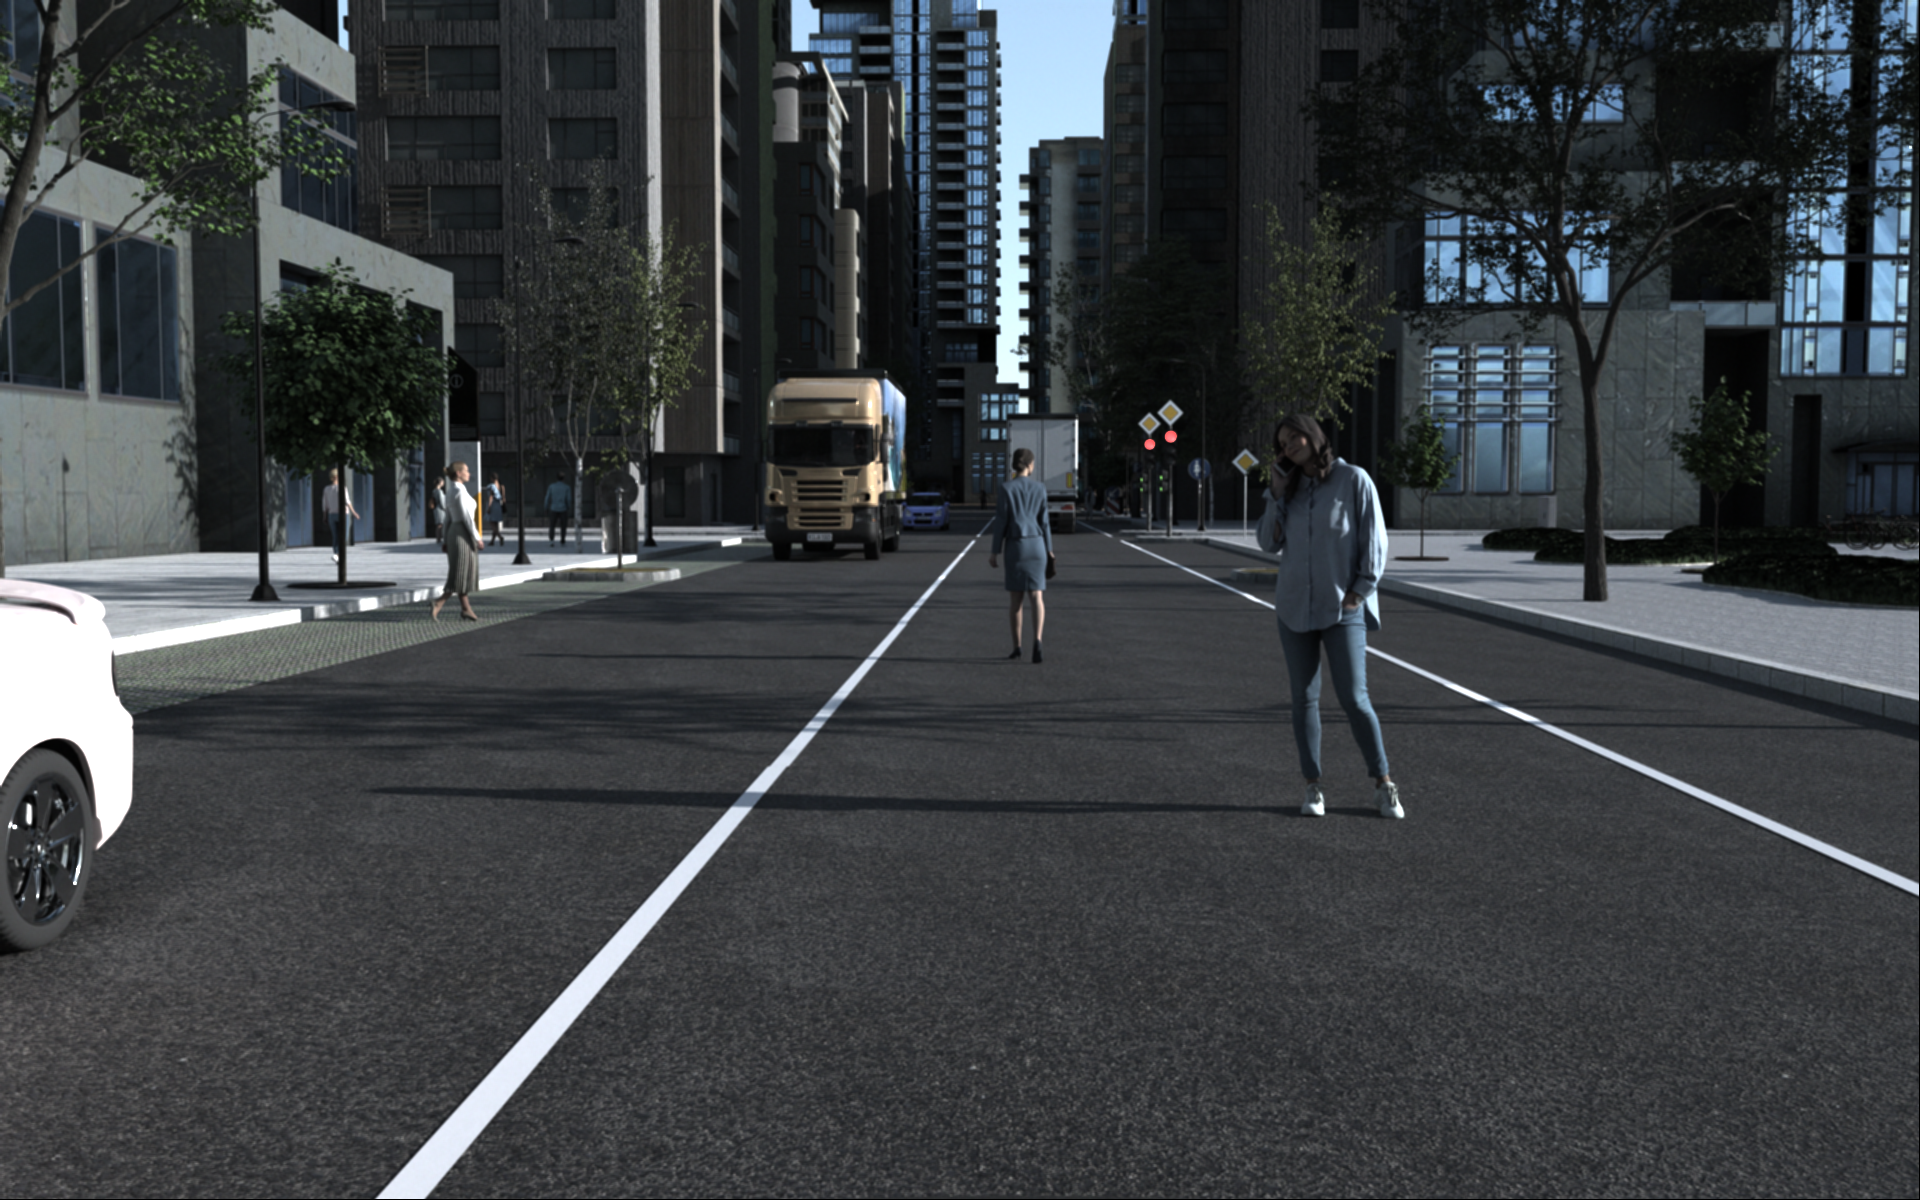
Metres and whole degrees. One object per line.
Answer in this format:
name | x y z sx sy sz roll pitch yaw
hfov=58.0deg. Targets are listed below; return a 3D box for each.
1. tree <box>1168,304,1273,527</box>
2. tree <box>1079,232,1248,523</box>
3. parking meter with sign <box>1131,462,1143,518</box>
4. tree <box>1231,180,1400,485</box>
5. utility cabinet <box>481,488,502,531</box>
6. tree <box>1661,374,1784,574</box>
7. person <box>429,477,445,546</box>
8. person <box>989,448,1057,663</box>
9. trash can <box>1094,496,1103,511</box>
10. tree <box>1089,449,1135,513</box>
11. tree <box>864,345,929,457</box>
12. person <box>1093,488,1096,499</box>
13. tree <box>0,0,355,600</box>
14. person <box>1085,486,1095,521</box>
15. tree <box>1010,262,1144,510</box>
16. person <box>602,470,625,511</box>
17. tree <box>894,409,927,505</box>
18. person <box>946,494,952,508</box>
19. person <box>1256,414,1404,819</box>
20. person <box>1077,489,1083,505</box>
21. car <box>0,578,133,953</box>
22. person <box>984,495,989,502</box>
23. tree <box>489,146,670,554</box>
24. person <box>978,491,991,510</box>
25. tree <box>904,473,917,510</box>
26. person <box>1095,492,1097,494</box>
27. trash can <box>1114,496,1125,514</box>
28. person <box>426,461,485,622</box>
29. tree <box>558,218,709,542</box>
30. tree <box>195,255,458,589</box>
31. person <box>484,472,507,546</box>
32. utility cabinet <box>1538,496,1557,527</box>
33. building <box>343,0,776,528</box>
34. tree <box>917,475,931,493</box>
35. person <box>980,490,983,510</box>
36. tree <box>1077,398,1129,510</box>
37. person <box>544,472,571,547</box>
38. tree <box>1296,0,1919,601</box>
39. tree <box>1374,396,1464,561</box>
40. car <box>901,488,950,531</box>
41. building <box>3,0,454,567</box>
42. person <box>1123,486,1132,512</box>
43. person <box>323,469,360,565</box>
tree | 9.842 -7.125 66.855 4.360 8.622 3.978 0 3 0
tree | 9.101 -9.662 76.094 7.486 12.596 7.792 0 3 0
parking meter with sign | 9.616 -6.016 94.626 0.543 3.016 1.738 1 4 11
tree | 8.349 -5.579 41.580 4.737 8.622 4.395 0 3 0
utility cabinet | -16.350 -3.108 59.497 1.173 1.500 0.318 0 4 8
tree | 12.374 -2.040 27.949 1.663 3.219 1.824 0 3 0
person | -12.783 -2.170 42.525 0.522 1.701 0.512 -3 5 -41
person | 0.539 -0.385 14.814 0.581 1.822 0.654 0 4 -1
trash can | 10.617 -7.420 132.969 0.748 1.137 0.748 0 3 0
tree | 10.608 -8.336 120.002 4.285 4.588 4.351 0 3 0
tree | -5.706 -11.928 120.770 9.928 11.665 9.643 0 3 0
person | 10.905 -8.114 139.419 0.721 1.735 1.217 0 4 -5
tree | -9.003 -5.510 15.846 9.928 11.665 9.643 0 3 0
person | 6.651 -4.912 88.695 0.514 1.842 0.818 0 4 -3
tree | 10.852 -17.514 142.237 12.611 20.169 13.585 0 3 0
person | -7.603 -1.951 38.131 0.537 1.800 0.526 0 4 -7
tree | -4.730 -11.083 131.571 4.360 8.622 3.978 0 3 0
person | -1.227 -10.334 180.645 0.799 1.438 0.628 -2 4 -29
person | 1.669 0.061 7.770 0.793 1.790 0.793 0 4 5
person | 13.427 -11.662 196.726 1.348 1.822 0.705 2 4 31
car | -3.800 0.503 4.135 2.083 1.381 4.827 0 3 0
person | 2.543 -10.549 181.807 1.217 1.723 0.721 0 4 7
tree | -8.250 -5.313 37.237 4.360 8.622 3.978 0 3 0
person | 2.192 -8.945 155.477 1.217 1.735 0.721 0 4 1
tree | -4.743 -8.898 140.081 1.663 3.219 1.824 0 3 0
person | 12.226 -9.154 158.943 0.697 1.427 0.421 3 4 36
trash can | 10.013 -5.966 109.205 0.748 1.137 0.748 0 3 0
person | -5.627 -0.646 19.292 0.641 1.798 0.478 -1 4 -23
tree | -8.519 -5.877 46.445 4.737 8.622 4.395 0 3 0
tree | -8.661 -2.458 23.906 4.285 4.588 4.351 0 3 0
person | -11.403 -2.234 42.657 0.778 1.811 0.616 3 5 44
utility cabinet | 19.862 -2.903 58.633 0.306 1.237 1.020 0 4 0
building | -15.369 -23.627 69.894 14.154 41.232 14.086 0 4 2
tree | -3.673 -10.897 172.764 1.663 3.219 1.824 0 3 0
person | 2.019 -9.265 159.991 0.705 1.823 1.348 0 4 -6
tree | 10.638 -10.926 128.995 4.360 8.622 3.978 0 3 0
person | -9.819 -2.214 42.264 0.660 1.820 0.620 0 4 -5
tree | 7.813 -5.283 20.791 8.767 10.594 7.601 2 4 26
tree | 9.101 -2.389 33.664 1.663 3.219 1.824 0 3 0
car | -1.335 -3.612 68.644 1.945 1.707 3.694 0 4 3
building | -30.599 -44.338 37.594 31.000 86.520 22.319 0 4 2
person | 11.941 -7.163 123.127 0.822 1.834 0.622 2 4 24
person | -11.149 -1.492 31.115 0.731 1.740 0.598 0 4 1
